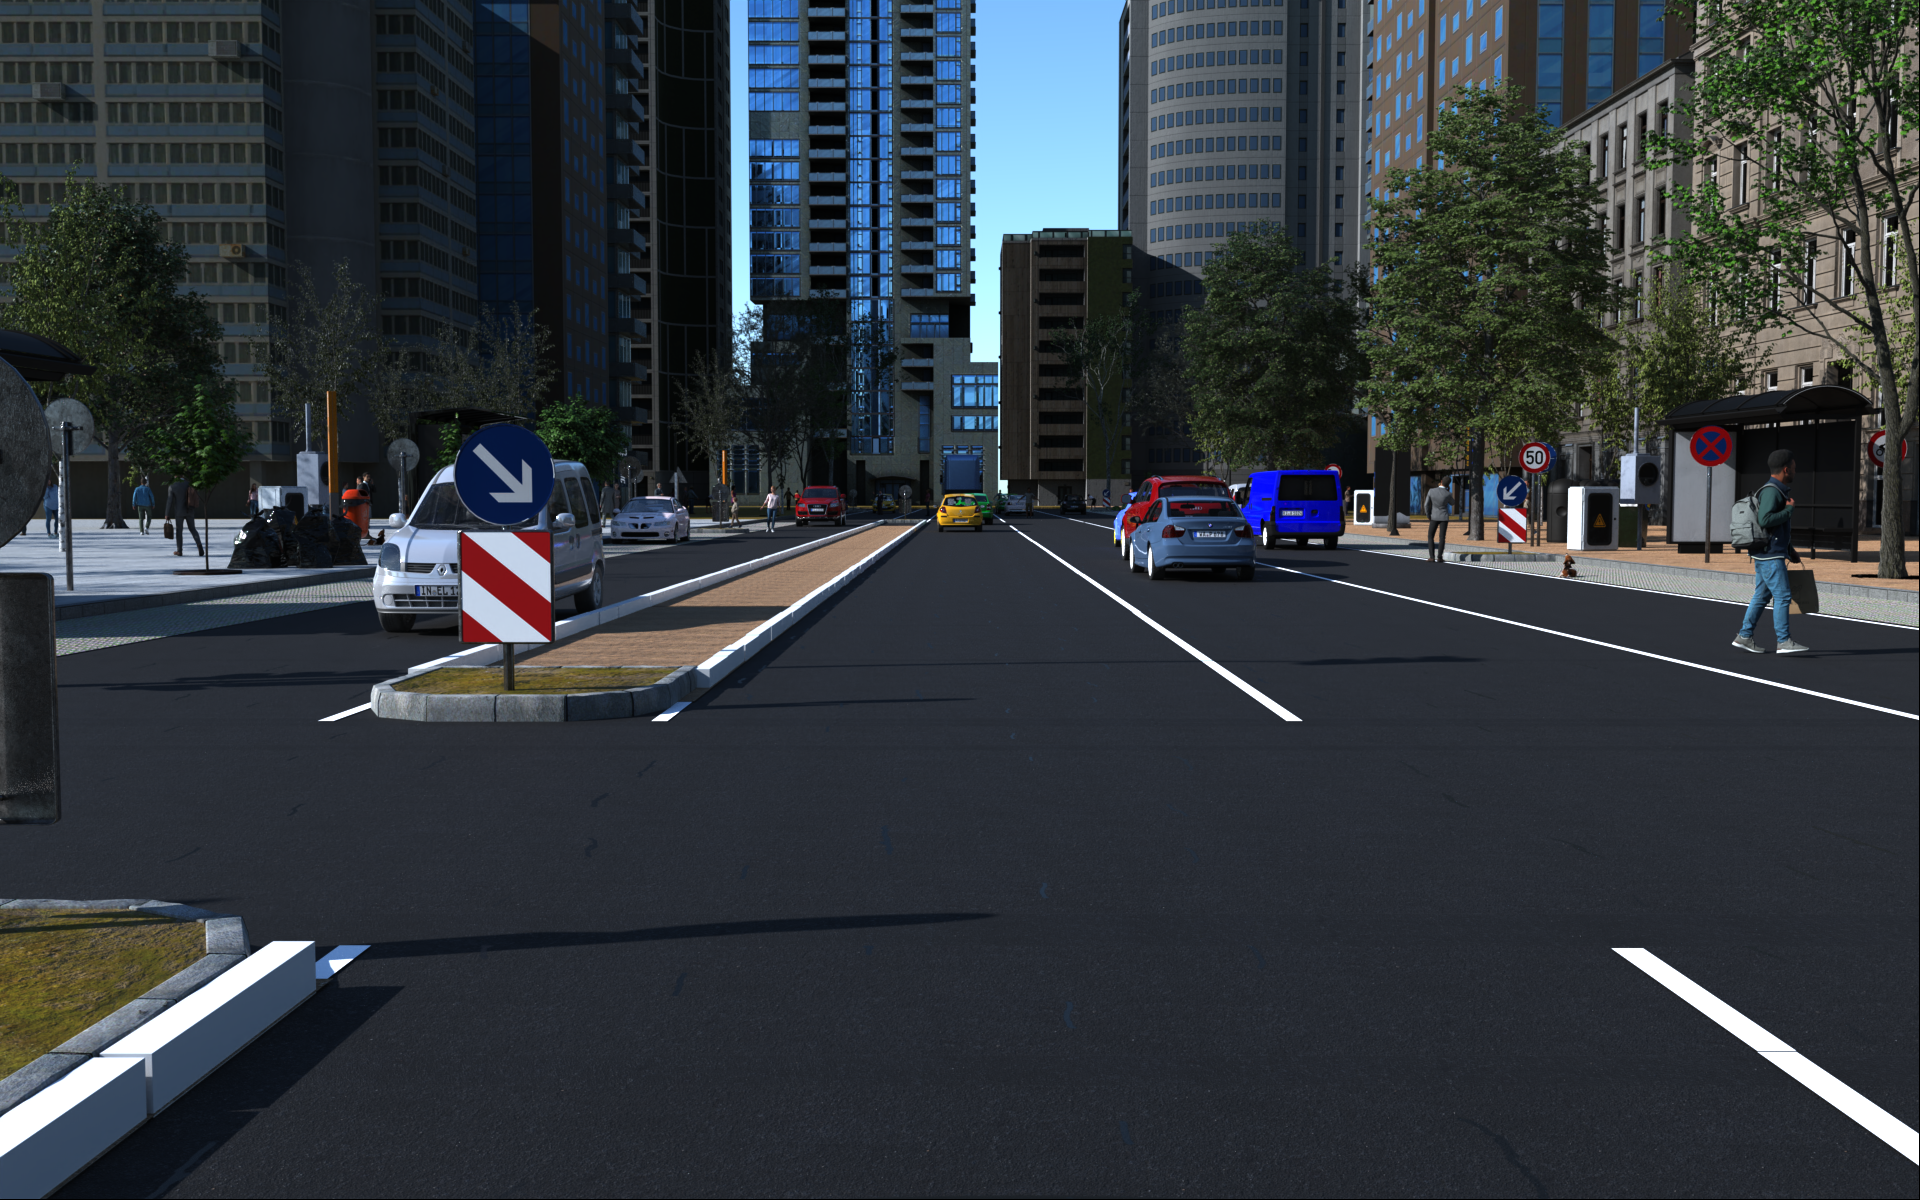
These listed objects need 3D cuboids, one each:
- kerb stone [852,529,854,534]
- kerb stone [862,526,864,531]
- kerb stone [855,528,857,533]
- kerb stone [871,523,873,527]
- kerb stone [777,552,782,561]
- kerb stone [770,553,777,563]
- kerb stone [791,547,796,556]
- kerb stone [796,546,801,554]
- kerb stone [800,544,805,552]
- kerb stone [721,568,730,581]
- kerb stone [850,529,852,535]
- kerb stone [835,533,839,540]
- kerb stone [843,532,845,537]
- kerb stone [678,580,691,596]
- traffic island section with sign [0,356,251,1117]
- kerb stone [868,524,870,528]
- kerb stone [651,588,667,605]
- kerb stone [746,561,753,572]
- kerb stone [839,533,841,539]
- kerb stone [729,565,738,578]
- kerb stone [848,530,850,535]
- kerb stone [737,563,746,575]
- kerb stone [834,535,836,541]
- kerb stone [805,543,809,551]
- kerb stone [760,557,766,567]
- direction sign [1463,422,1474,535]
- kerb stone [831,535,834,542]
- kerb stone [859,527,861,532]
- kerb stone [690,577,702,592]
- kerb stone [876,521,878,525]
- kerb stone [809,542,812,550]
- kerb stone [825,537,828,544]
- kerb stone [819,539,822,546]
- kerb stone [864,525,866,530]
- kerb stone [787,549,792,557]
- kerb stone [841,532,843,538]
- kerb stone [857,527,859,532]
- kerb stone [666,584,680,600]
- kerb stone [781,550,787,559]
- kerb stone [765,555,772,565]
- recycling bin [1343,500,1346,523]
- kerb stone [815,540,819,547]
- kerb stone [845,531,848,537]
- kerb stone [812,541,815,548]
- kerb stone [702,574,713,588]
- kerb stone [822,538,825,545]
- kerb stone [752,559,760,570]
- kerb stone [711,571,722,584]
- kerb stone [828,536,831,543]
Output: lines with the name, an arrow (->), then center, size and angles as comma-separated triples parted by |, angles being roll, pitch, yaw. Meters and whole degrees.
kerb stone -> -3.885, -2.335, 60.375 | 0.120, 0.150, 1.000 | 0, 4, 0
kerb stone -> -3.881, -2.712, 66.537 | 0.120, 0.150, 1.000 | 0, 4, 0
kerb stone -> -3.884, -2.461, 62.439 | 0.120, 0.150, 1.000 | 0, 4, 0
kerb stone -> -3.858, -3.085, 72.690 | 0.120, 0.150, 1.000 | 0, 4, 0
kerb stone -> -3.945, -0.889, 36.794 | 0.120, 0.150, 1.000 | 0, 4, 0
kerb stone -> -3.941, -0.830, 35.771 | 0.120, 0.150, 1.000 | 0, 4, 0
kerb stone -> -3.933, -1.081, 39.870 | 0.120, 0.150, 1.000 | 0, 4, 0
kerb stone -> -3.931, -1.144, 40.892 | 0.120, 0.150, 1.000 | 0, 4, 0
kerb stone -> -3.926, -1.206, 41.916 | 0.120, 0.150, 1.000 | 0, 4, 0
kerb stone -> -3.962, -0.385, 28.588 | 0.120, 0.150, 1.000 | 0, 4, 0
kerb stone -> -3.890, -2.272, 59.345 | 0.120, 0.150, 1.000 | 0, 4, 0
kerb stone -> -3.905, -1.896, 53.195 | 0.120, 0.150, 1.000 | 0, 4, 0
kerb stone -> -3.904, -2.082, 56.267 | 0.120, 0.150, 1.000 | 0, 4, 0
kerb stone -> -3.977, -0.141, 24.495 | 0.120, 0.150, 1.000 | 0, 4, 0
traffic island section with sign -> -2.962, 0.226, 4.435 | 2.006, 1.907, 1.989 | 0, 4, 0
kerb stone -> -3.862, -2.959, 70.640 | 0.120, 0.150, 1.000 | 0, 4, 0
kerb stone -> -3.974, -0.014, 22.445 | 0.120, 0.150, 1.000 | 0, 4, 0
kerb stone -> -3.958, -0.577, 31.666 | 0.120, 0.150, 1.000 | 0, 4, 0
kerb stone -> -3.895, -1.959, 54.217 | 0.120, 0.150, 1.000 | 0, 4, 0
kerb stone -> -3.958, -0.454, 29.618 | 0.120, 0.150, 1.000 | 0, 4, 0
kerb stone -> -3.894, -2.208, 58.320 | 0.120, 0.150, 1.000 | 0, 4, 0
kerb stone -> -3.954, -0.517, 30.644 | 0.120, 0.150, 1.000 | 0, 4, 0
kerb stone -> -3.911, -1.824, 52.173 | 0.120, 0.150, 1.000 | 0, 4, 0
kerb stone -> -3.921, -1.269, 42.938 | 0.120, 0.150, 1.000 | 0, 4, 0
kerb stone -> -3.948, -0.705, 33.727 | 0.120, 0.150, 1.000 | 0, 4, 0
direction sign -> 15.844, -3.778, 53.766 | 0.379, 3.537, 0.876 | 0, 4, -4
kerb stone -> -3.904, -1.762, 51.142 | 0.120, 0.150, 1.000 | 0, 4, 0
kerb stone -> -3.872, -2.587, 64.491 | 0.120, 0.150, 1.000 | 0, 4, 0
kerb stone -> -3.973, -0.203, 25.517 | 0.120, 0.150, 1.000 | 0, 4, 0
kerb stone -> -3.846, -3.338, 76.806 | 0.120, 0.150, 1.000 | 0, 4, 0
kerb stone -> -3.923, -1.331, 43.961 | 0.120, 0.150, 1.000 | 0, 4, 0
kerb stone -> -3.913, -1.645, 49.097 | 0.120, 0.150, 1.000 | 0, 4, 0
kerb stone -> -3.922, -1.519, 47.038 | 0.120, 0.150, 1.000 | 0, 4, 0
kerb stone -> -3.868, -2.775, 67.561 | 0.120, 0.150, 1.000 | 0, 4, 0
kerb stone -> -3.934, -1.016, 38.839 | 0.120, 0.150, 1.000 | 0, 4, 0
kerb stone -> -3.894, -2.021, 55.240 | 0.120, 0.150, 1.000 | 0, 4, 0
kerb stone -> -3.877, -2.524, 63.465 | 0.120, 0.150, 1.000 | 0, 4, 0
kerb stone -> -3.974, -0.077, 23.467 | 0.120, 0.150, 1.000 | 0, 4, 0
kerb stone -> -3.939, -0.955, 37.816 | 0.120, 0.150, 1.000 | 0, 4, 0
kerb stone -> -3.942, -0.758, 34.749 | 0.120, 0.150, 1.000 | 0, 4, 0
recycling bin -> 15.971, -3.727, 73.488 | 0.722, 1.027, 0.722 | 1, 4, 19
kerb stone -> -3.924, -1.453, 46.006 | 0.120, 0.150, 1.000 | 0, 4, 0
kerb stone -> -3.894, -2.145, 57.293 | 0.120, 0.150, 1.000 | 0, 4, 0
kerb stone -> -3.925, -1.394, 44.984 | 0.120, 0.150, 1.000 | 0, 4, 0
kerb stone -> -3.961, -0.263, 26.540 | 0.120, 0.150, 1.000 | 0, 4, 0
kerb stone -> -3.912, -1.583, 48.070 | 0.120, 0.150, 1.000 | 0, 4, 0
kerb stone -> -3.945, -0.640, 32.696 | 0.120, 0.150, 1.000 | 0, 4, 0
kerb stone -> -3.964, -0.326, 27.562 | 0.120, 0.150, 1.000 | 0, 4, 0
kerb stone -> -3.904, -1.708, 50.119 | 0.120, 0.150, 1.000 | 0, 4, 0
